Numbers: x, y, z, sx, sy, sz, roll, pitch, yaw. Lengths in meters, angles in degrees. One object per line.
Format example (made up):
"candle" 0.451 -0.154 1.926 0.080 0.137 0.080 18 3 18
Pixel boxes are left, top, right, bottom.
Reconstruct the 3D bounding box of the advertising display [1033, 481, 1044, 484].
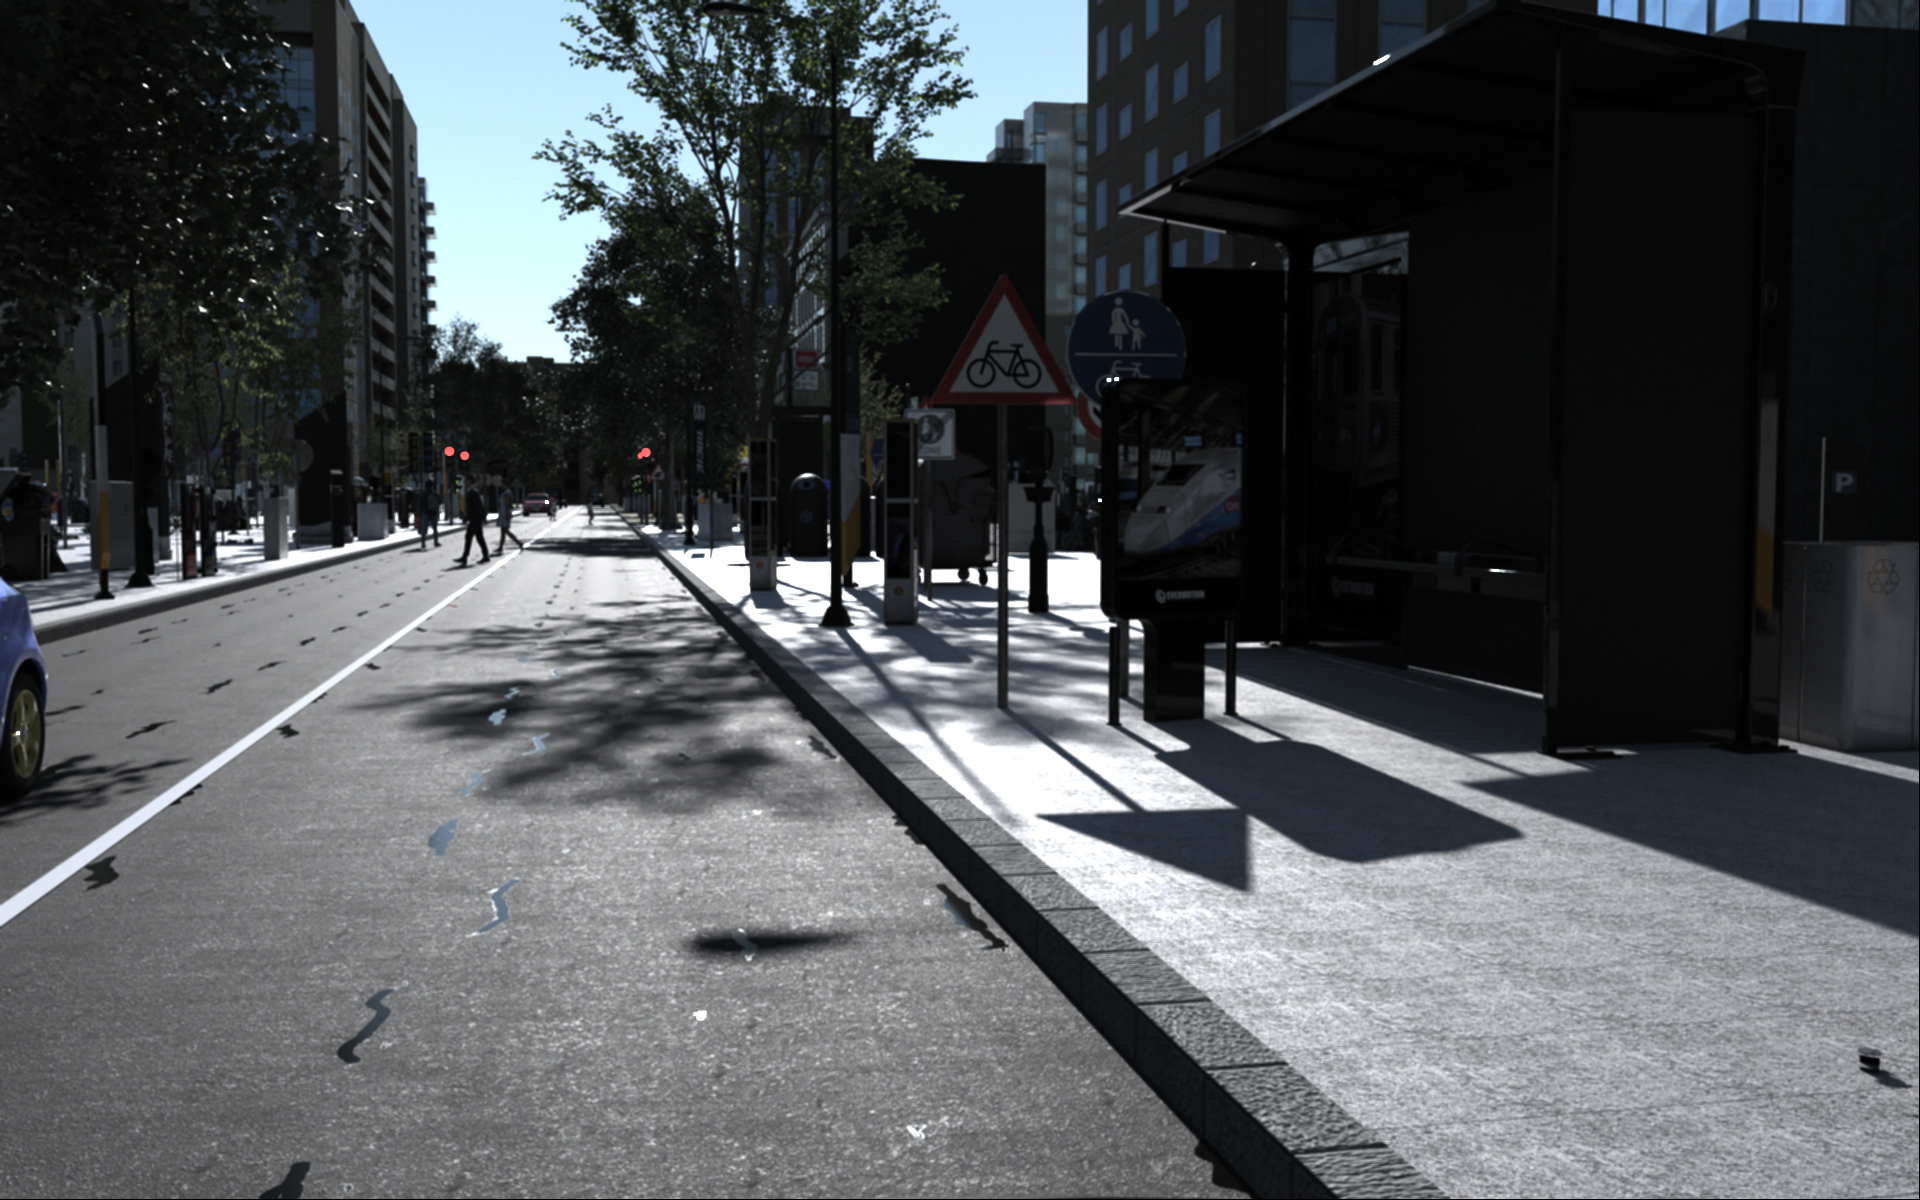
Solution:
"advertising display" 2.582 -3.374 60.380 0.123 1.923 0.974 -2 4 -34

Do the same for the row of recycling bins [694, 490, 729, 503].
"row of recycling bins" -16.692 -6.750 117.477 3.534 1.692 1.069 -1 4 -14

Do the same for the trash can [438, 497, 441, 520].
"trash can" -24.444 -4.197 80.272 0.748 1.137 0.748 0 3 0

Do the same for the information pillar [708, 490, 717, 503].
"information pillar" -13.763 -6.424 96.390 0.504 3.616 0.183 -1 4 -20

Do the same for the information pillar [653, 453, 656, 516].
"information pillar" -17.526 -6.625 99.669 0.183 3.616 0.504 0 4 7

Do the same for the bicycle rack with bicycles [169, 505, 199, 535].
"bicycle rack with bicycles" -25.187 -2.531 54.762 2.925 0.926 2.852 1 4 23

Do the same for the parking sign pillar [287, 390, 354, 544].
"parking sign pillar" -16.560 -3.458 45.018 1.447 3.967 1.447 0 4 -7

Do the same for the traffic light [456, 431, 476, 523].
"traffic light" -21.976 -5.390 77.046 0.839 4.253 0.868 -1 4 -12

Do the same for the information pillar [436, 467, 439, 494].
"information pillar" -40.661 -8.753 134.473 0.504 3.616 0.183 -1 4 -21

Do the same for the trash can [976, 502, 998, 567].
"trash can" 0.360 -1.171 30.800 0.748 1.137 0.748 0 3 0

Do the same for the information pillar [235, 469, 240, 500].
"information pillar" -58.987 -9.188 141.580 0.504 3.616 0.183 1 4 16

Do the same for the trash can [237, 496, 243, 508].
"trash can" -52.913 -7.090 127.581 0.748 1.137 0.748 0 3 0

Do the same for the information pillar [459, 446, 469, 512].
"information pillar" -23.281 -5.510 81.446 0.504 3.616 0.183 1 4 10

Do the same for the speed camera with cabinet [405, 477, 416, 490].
"speed camera with cabinet" -39.934 -8.177 128.022 2.038 3.252 0.660 -2 4 -32

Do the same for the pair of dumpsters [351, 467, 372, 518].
"pair of dumpsters" -21.626 -3.550 60.533 1.574 2.255 4.437 -1 4 -12

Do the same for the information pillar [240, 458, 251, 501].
"information pillar" -45.071 -7.228 109.535 0.504 3.616 0.183 -1 4 -9

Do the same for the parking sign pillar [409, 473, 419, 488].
"parking sign pillar" -41.315 -8.738 131.332 1.447 3.967 1.447 0 4 3

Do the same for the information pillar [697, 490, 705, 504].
"information pillar" -14.874 -6.592 99.139 0.504 3.616 0.183 -3 4 -37

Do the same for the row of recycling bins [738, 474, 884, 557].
"row of recycling bins" -2.702 -1.740 35.564 3.534 1.692 1.069 0 4 3

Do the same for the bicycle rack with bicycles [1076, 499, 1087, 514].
"bicycle rack with bicycles" 9.407 -6.675 122.524 2.925 0.926 2.852 2 4 33

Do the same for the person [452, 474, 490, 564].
"person" -10.074 -1.675 35.671 0.755 1.850 0.659 -1 4 -12

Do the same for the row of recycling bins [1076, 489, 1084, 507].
"row of recycling bins" 9.854 -8.221 141.520 1.069 1.692 3.534 3 4 37

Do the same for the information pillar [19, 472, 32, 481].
"information pillar" -31.739 -3.323 58.816 0.304 2.012 0.304 1 4 20

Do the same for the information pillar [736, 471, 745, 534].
"information pillar" -6.902 -3.114 55.408 0.304 2.012 0.304 0 4 -4

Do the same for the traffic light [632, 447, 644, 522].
"traffic light" -14.479 -5.486 78.620 0.839 4.253 0.868 -1 4 -12

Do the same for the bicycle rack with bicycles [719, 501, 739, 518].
"bicycle rack with bicycles" -12.313 -4.936 94.090 2.925 0.926 2.852 -2 4 -34

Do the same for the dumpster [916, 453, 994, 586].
"dumpster" -0.273 -1.166 24.828 1.264 1.857 1.865 -1 4 -12

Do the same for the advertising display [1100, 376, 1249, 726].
"advertising display" 1.218 -0.281 9.802 0.974 1.923 0.123 -2 4 -32

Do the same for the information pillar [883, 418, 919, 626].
"information pillar" -0.578 -0.765 16.992 0.304 2.012 0.304 0 4 8

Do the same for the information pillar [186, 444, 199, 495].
"information pillar" -34.215 -5.249 77.182 0.183 3.616 0.504 3 5 41

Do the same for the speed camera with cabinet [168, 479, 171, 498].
"speed camera with cabinet" -48.909 -6.773 105.079 2.038 3.252 0.660 1 4 19

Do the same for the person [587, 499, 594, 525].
"person" -17.240 -4.100 80.547 0.382 1.210 0.505 -2 4 -35

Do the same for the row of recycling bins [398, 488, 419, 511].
"row of recycling bins" -38.850 -6.934 120.481 3.534 1.692 1.069 1 4 14

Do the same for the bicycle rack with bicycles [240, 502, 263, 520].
"bicycle rack with bicycles" -34.951 -4.314 83.909 2.852 0.926 2.925 -3 5 -45

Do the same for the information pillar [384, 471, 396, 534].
"information pillar" -18.320 -3.127 55.618 0.304 2.012 0.304 0 4 -8

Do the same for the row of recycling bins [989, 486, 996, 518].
"row of recycling bins" 2.775 -5.004 88.928 3.534 1.692 1.069 0 4 3

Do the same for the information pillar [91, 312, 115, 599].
"information pillar" -10.467 -1.820 21.106 0.183 3.616 0.504 -2 4 -32

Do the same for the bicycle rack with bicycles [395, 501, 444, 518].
"bicycle rack with bicycles" -29.777 -4.984 94.875 2.925 0.926 2.852 3 5 42

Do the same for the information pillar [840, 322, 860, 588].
"information pillar" -1.521 -1.991 23.903 0.183 3.616 0.504 1 4 22

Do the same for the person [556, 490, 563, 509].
"person" -38.110 -9.593 164.980 0.705 1.869 1.348 -3 5 -43

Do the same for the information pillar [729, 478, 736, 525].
"information pillar" -9.286 -4.066 70.970 0.304 2.012 0.304 -1 4 -21

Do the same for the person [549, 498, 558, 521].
"person" -21.808 -4.860 92.975 0.382 1.210 0.505 1 4 17

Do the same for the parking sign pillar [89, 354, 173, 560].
"parking sign pillar" -16.121 -2.761 33.622 1.447 3.967 1.447 0 4 -4

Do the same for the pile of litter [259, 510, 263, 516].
"pile of litter" -40.172 -5.338 101.240 1.719 0.858 1.176 -1 4 -12

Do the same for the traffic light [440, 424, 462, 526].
"traffic light" -20.346 -4.912 69.229 0.839 4.253 0.868 -1 4 -12

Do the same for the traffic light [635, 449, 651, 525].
"traffic light" -12.849 -5.008 70.803 0.839 4.253 0.868 -1 4 -12

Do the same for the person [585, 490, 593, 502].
"person" -37.233 -10.113 173.947 0.705 1.812 1.348 1 4 22

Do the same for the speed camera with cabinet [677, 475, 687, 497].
"speed camera with cabinet" -19.155 -7.912 123.691 2.038 3.252 0.660 -2 4 -33

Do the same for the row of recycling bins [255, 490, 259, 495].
"row of recycling bins" -54.312 -7.938 136.894 3.534 1.692 1.069 -3 4 -36

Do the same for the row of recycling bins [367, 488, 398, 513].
"row of recycling bins" -37.783 -6.293 109.996 3.534 1.692 1.069 0 4 3

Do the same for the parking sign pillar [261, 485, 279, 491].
"parking sign pillar" -41.342 -7.160 105.539 1.447 3.967 1.447 1 4 10

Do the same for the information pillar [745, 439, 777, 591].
"information pillar" -2.626 -1.136 23.073 0.304 2.012 0.304 1 4 12

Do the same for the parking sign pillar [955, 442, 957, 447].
"parking sign pillar" -0.379 -6.200 89.839 1.447 3.967 1.447 -2 4 -26

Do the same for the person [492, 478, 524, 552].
"person" -11.080 -2.070 42.437 0.778 1.811 0.616 0 4 -2

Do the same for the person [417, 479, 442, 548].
"person" -14.006 -2.269 45.577 0.794 1.824 0.713 1 4 12

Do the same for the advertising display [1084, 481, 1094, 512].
"advertising display" 6.388 -4.834 84.241 0.123 1.923 0.974 -2 4 -34

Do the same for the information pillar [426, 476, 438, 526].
"information pillar" -21.028 -3.945 69.000 0.304 2.012 0.304 1 4 20

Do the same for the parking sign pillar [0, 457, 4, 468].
"parking sign pillar" -70.297 -8.417 126.089 1.447 3.967 1.447 -2 4 -29
